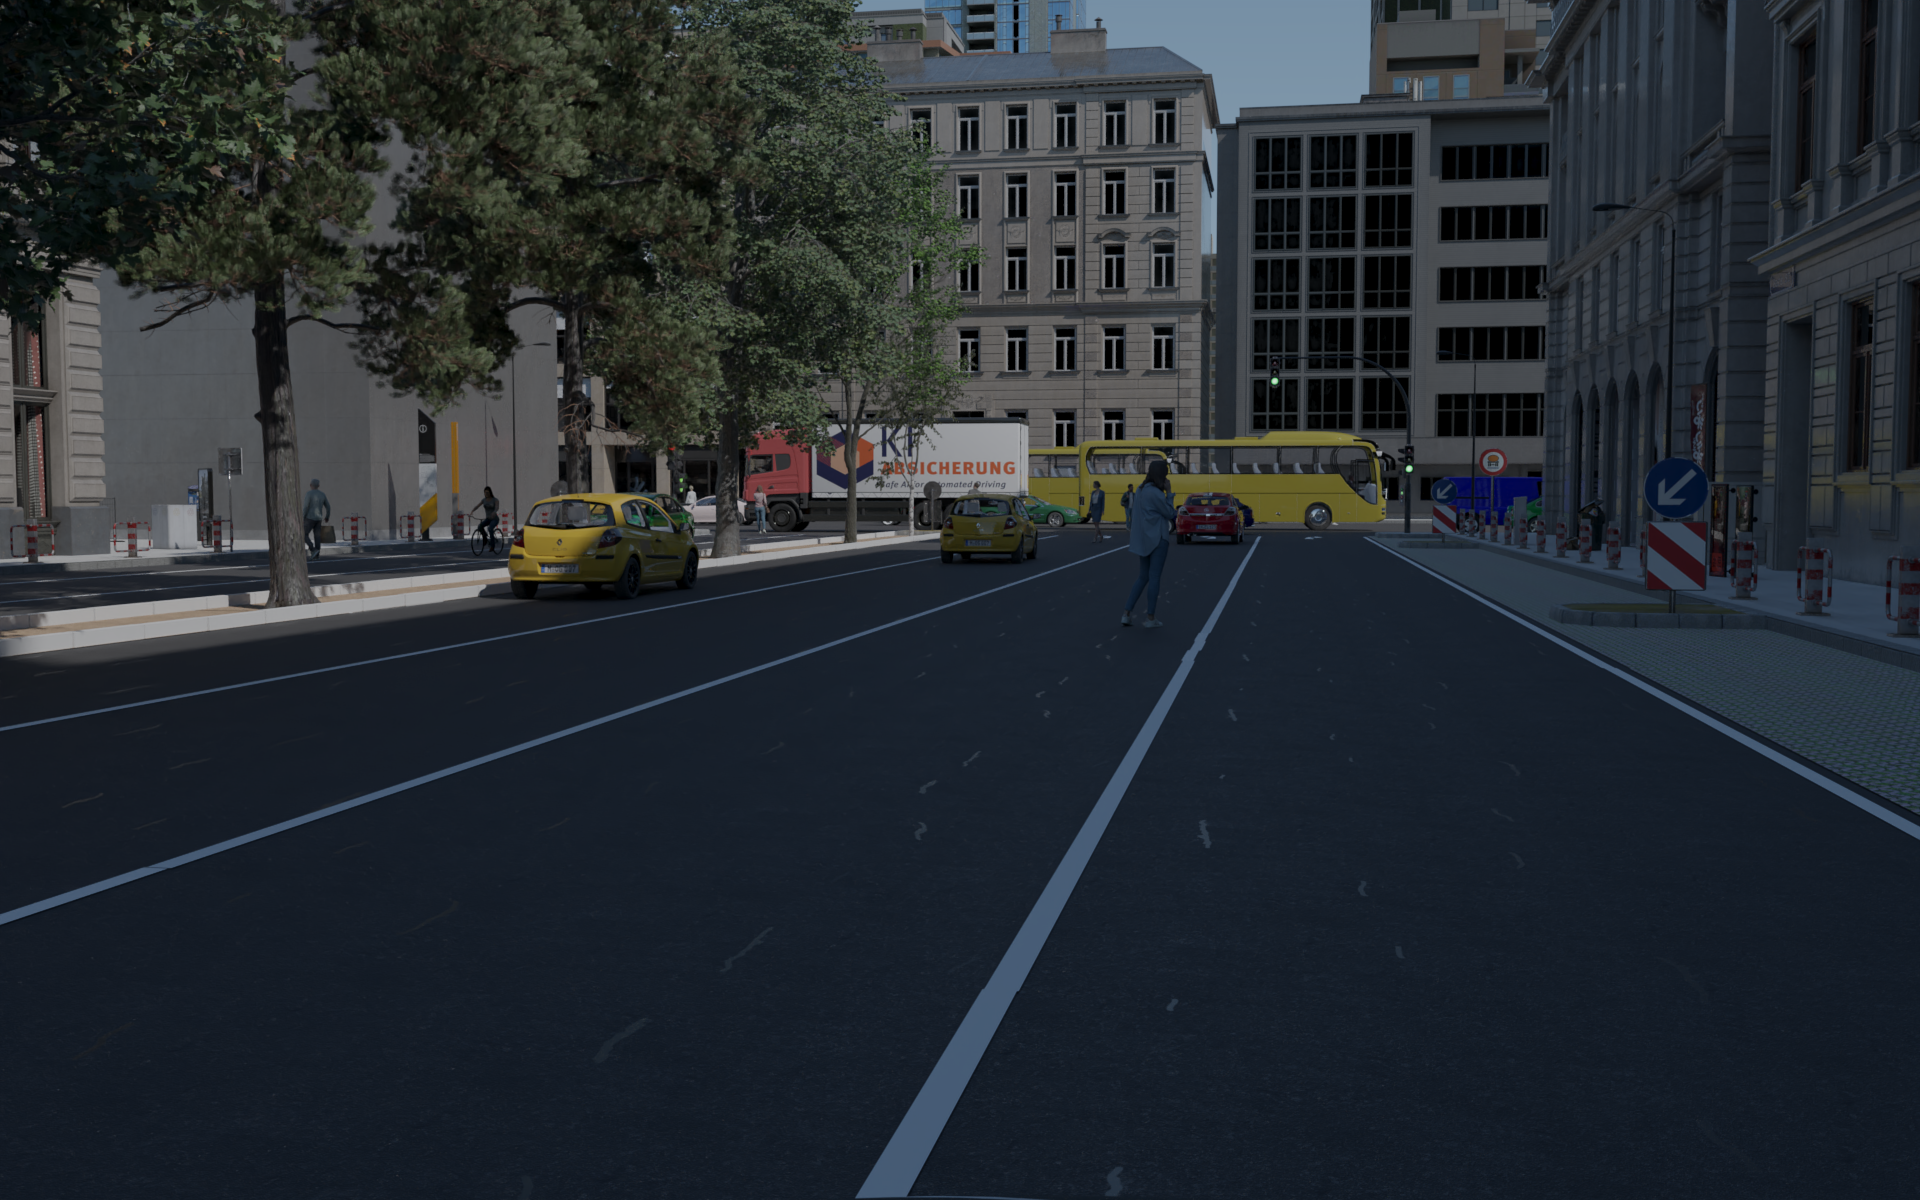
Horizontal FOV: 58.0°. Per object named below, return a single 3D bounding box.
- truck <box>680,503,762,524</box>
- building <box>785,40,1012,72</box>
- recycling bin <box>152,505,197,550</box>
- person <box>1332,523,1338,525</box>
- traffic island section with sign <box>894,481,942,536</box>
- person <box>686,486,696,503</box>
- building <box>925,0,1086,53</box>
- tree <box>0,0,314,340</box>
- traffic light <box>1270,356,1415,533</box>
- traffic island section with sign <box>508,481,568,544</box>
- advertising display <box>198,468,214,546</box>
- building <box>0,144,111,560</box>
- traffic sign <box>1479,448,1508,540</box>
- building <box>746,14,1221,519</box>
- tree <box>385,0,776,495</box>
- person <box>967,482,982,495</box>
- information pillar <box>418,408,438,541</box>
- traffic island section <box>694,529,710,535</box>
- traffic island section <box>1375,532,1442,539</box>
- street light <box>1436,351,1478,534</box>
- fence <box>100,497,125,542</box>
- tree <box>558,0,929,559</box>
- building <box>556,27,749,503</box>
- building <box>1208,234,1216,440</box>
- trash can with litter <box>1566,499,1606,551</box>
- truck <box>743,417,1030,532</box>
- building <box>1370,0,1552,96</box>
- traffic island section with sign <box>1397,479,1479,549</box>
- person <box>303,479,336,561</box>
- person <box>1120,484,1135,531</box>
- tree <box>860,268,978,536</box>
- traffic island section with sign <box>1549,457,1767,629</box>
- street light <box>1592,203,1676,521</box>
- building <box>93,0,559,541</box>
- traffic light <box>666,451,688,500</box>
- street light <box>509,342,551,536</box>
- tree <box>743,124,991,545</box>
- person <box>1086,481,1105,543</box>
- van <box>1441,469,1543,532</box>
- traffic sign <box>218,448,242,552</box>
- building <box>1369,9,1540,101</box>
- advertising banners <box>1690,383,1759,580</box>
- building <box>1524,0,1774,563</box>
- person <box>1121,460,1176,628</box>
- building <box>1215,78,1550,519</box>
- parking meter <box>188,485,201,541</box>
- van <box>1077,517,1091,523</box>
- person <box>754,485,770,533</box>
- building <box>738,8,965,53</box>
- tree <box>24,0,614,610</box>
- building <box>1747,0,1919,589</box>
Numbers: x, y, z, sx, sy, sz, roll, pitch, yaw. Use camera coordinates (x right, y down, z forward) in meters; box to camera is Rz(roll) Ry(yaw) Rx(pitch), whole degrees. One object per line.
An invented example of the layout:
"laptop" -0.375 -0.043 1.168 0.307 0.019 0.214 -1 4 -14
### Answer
"truck" -18.945 -5.750 83.770 18.799 4.110 2.967 1 4 9
"building" -4.625 -31.593 171.166 22.147 44.769 28.867 1 4 11
"recycling bin" -18.354 -1.708 40.472 0.722 1.027 0.722 2 4 33
"person" 17.412 -4.379 80.440 0.444 1.785 0.601 0 4 3
"traffic island section with sign" -1.083 -3.179 60.114 2.006 1.907 1.989 1 4 11
"person" -13.277 -4.740 85.885 0.818 1.842 0.514 1 4 17
"building" 7.303 -58.006 261.065 31.000 86.520 22.319 1 4 11
"tree" -10.061 -5.647 11.802 9.611 12.733 9.660 0 3 0
"traffic light" 12.605 -5.039 57.063 4.771 5.953 1.251 1 4 11
"traffic island section with sign" -11.857 -2.565 50.571 1.989 1.847 2.006 1 4 11
"advertising display" -18.833 -2.327 43.260 0.123 1.923 0.974 -3 4 -37
"building" -24.598 -12.191 28.208 11.050 23.489 19.941 1 4 11
"traffic sign" 14.764 -2.930 48.009 0.768 2.556 0.104 1 4 18
"building" 1.464 -18.271 95.997 25.104 27.353 12.463 1 4 11
"tree" -6.675 -6.442 29.833 6.751 12.117 7.091 0 3 0
"person" 0.448 -3.282 61.960 0.655 1.846 0.447 -1 4 -21
"information pillar" -14.520 -3.417 47.220 0.504 3.616 0.183 0 4 6
"traffic island section" -10.146 -2.403 61.565 2.009 0.180 2.903 1 4 11
"traffic island section" 14.715 -2.119 56.926 2.009 0.180 2.903 1 4 11
"street light" 16.129 -5.120 56.260 1.470 5.913 1.316 1 4 11
"fence" -22.945 -2.086 45.302 0.480 1.192 2.264 1 4 21
"tree" -5.171 -7.885 38.029 9.857 13.997 8.962 0 3 0
"building" -27.041 -18.363 104.756 34.151 26.468 19.350 1 4 11
"building" 35.168 -34.864 261.907 23.993 40.220 32.217 1 4 11
"trash can with litter" 14.077 -1.706 39.275 0.624 1.170 1.055 -3 5 -41
"truck" -3.121 -4.669 65.257 11.283 4.237 2.839 1 4 9
"building" 55.337 -46.471 198.056 20.563 71.187 20.611 1 4 11
"traffic island section with sign" 12.708 -2.292 46.109 1.989 1.847 2.006 1 4 11
"person" -13.937 -1.754 37.659 0.515 1.767 0.782 2 4 29
"person" 6.518 -3.516 65.972 0.794 1.824 0.713 0 4 -5
"tree" -1.531 -6.278 55.463 4.360 8.622 3.978 0 3 0
"traffic island section with sign" 7.688 -0.653 19.299 1.989 1.847 2.006 1 4 11
"street light" 10.786 -3.375 27.717 1.470 5.913 1.316 1 4 11
"building" -29.491 -14.517 56.415 30.058 24.678 14.314 1 4 11
"traffic light" -10.109 -4.434 61.423 0.839 4.253 0.868 1 4 11
"street light" -13.158 -4.925 53.066 1.470 5.913 1.316 1 4 11
"tree" -3.001 -7.344 48.291 9.928 11.665 9.643 0 3 0
"person" 4.074 -2.599 51.021 0.654 1.822 0.581 -3 4 -39
"van" 19.724 -3.487 61.395 5.245 2.365 2.240 1 4 11
"traffic sign" -16.152 -2.215 38.338 0.606 2.300 0.079 1 4 16
"building" 45.376 -31.297 161.810 14.600 45.320 14.200 1 4 11
"advertising banners" 11.748 -1.868 26.728 0.090 3.025 2.074 0 4 -4
"building" 22.111 -12.242 41.954 13.314 21.916 24.055 1 4 11
"person" 2.020 -0.604 18.638 0.793 1.790 0.793 2 4 32
"building" 28.836 -16.679 91.772 30.058 24.678 14.314 1 4 11
"parking meter" -20.779 -2.366 47.098 0.372 1.533 0.369 0 3 0
"van" 4.449 -4.985 85.884 5.245 2.365 2.240 1 4 11
"person" -7.232 -3.297 62.998 0.593 1.750 0.643 0 4 2
"building" -14.117 -40.974 211.924 28.212 58.520 21.231 1 4 11
"tree" -8.380 -6.802 21.098 7.806 13.903 7.818 0 3 0
"building" 16.968 -11.164 18.686 11.583 22.565 21.152 1 4 11
